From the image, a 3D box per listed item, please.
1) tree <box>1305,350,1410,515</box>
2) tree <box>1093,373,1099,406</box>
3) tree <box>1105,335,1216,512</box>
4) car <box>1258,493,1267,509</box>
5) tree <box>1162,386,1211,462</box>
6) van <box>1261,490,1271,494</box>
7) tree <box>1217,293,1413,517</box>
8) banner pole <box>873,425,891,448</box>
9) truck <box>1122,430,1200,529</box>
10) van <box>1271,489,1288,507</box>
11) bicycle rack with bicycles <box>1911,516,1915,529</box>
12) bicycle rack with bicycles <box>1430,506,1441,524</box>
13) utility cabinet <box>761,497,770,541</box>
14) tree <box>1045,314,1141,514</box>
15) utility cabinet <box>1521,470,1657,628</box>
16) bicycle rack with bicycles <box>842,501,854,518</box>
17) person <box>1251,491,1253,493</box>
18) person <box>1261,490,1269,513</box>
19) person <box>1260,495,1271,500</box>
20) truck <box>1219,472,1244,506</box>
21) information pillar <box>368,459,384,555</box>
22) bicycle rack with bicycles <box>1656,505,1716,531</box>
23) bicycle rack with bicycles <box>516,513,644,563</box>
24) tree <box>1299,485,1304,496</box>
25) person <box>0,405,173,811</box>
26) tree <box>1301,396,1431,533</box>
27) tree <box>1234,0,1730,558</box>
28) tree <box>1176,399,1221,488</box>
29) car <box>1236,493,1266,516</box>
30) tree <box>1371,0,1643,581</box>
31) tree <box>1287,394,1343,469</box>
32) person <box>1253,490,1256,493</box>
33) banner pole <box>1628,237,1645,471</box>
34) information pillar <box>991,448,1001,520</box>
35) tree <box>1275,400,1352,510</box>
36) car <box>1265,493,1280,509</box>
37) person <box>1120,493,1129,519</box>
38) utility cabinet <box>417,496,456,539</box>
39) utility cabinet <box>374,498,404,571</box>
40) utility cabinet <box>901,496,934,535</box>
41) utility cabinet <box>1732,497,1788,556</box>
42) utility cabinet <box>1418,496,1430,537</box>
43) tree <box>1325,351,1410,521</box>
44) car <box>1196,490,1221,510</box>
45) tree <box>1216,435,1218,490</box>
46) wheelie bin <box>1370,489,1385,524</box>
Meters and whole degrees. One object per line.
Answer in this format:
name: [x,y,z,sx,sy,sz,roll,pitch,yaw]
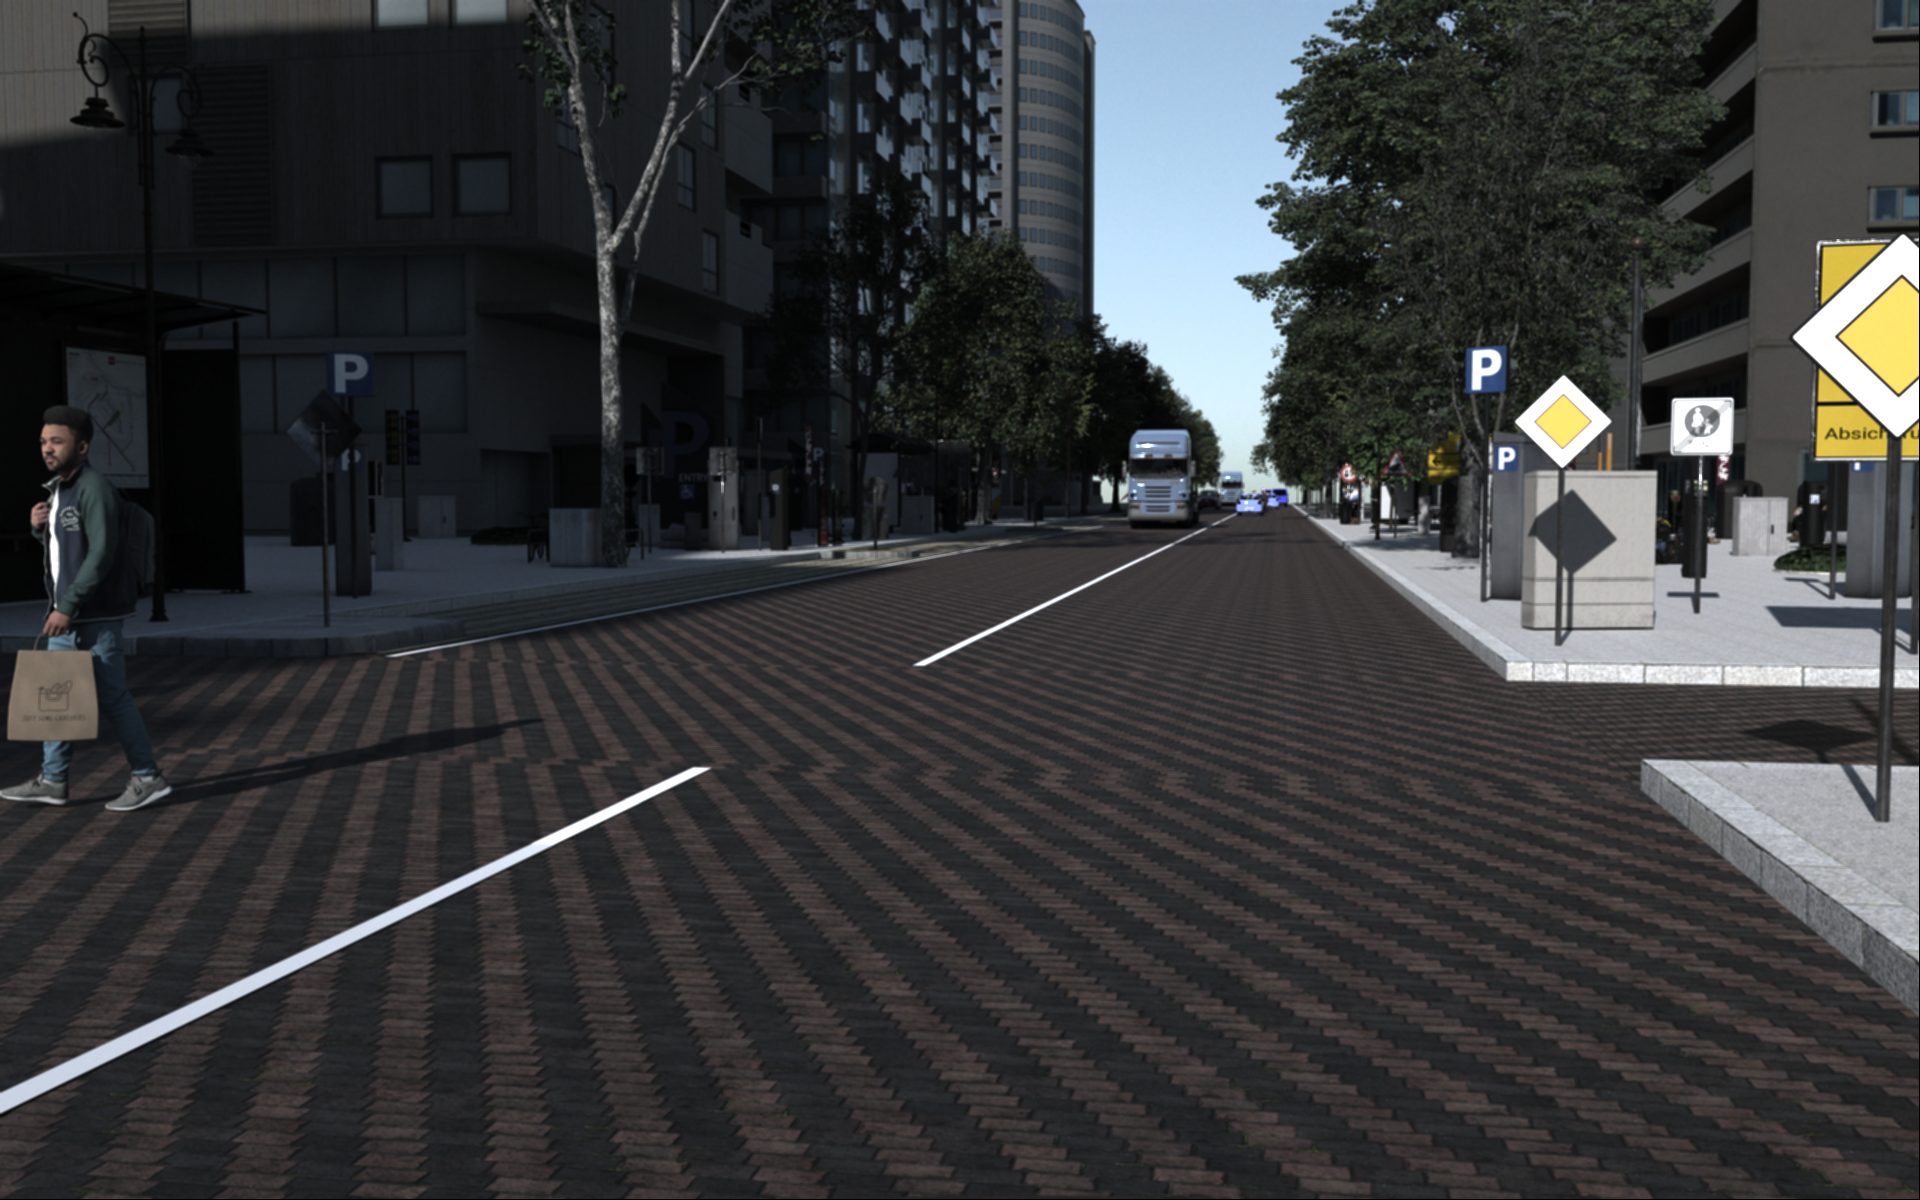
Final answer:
tree: [23.604,-11.031,106.109,9.928,11.665,9.643,0,3,0]
tree: [5.796,-8.939,96.508,4.737,8.622,4.395,0,3,0]
tree: [11.345,-12.705,124.739,9.611,12.733,9.660,0,3,0]
car: [29.925,-10.015,173.342,1.945,1.707,3.694,1,4,10]
tree: [21.505,-16.735,183.990,12.009,13.543,11.850,0,3,0]
van: [42.025,-14.182,236.267,2.240,2.365,5.245,1,4,12]
tree: [20.454,-10.899,95.212,9.611,12.733,9.660,0,3,0]
banner pole: [-2.862,-4.433,62.493,0.863,3.779,0.401,-1,4,-19]
truck: [9.380,-5.411,78.233,2.967,4.110,18.799,1,4,9]
van: [36.183,-11.754,196.555,2.240,2.365,5.245,1,4,8]
bicycle rack with bicycles: [29.040,-2.379,52.271,2.852,0.926,2.925,-2,4,-24]
bicycle rack with bicycles: [21.393,-3.740,74.530,2.925,0.926,2.852,1,4,23]
utility cabinet: [-5.238,-2.217,47.406,0.306,1.237,1.020,0,4,2]
tree: [7.745,-11.661,108.790,7.486,12.596,7.792,0,3,0]
utility cabinet: [5.959,-0.474,16.432,1.173,1.500,0.318,0,4,-5]
bicycle rack with bicycles: [-5.168,-4.752,91.070,2.925,0.926,2.852,-3,5,-42]
person: [31.704,-10.900,187.451,1.217,1.736,0.721,-1,4,-21]
person: [22.905,-7.400,130.042,0.990,1.755,0.434,-3,5,-42]
person: [27.687,-9.086,157.771,1.217,1.735,0.721,1,4,16]
truck: [33.690,-13.648,212.902,2.967,4.110,18.799,1,4,11]
information pillar: [-12.412,-1.969,36.690,0.304,2.012,0.304,0,4,8]
bicycle rack with bicycles: [24.410,-2.788,58.959,2.852,0.926,2.925,-2,4,-28]
bicycle rack with bicycles: [-7.277,-1.200,32.999,2.852,0.926,2.925,0,4,2]
tree: [47.689,-17.667,239.214,4.737,8.622,4.395,0,3,0]
person: [-3.941,0.044,7.761,0.713,1.824,0.794,-2,4,-24]
tree: [14.298,-4.507,57.409,4.285,4.588,4.351,0,3,0]
tree: [10.192,-7.827,34.633,9.857,13.997,8.962,0,3,0]
tree: [26.125,-17.675,207.108,7.486,12.596,7.792,0,3,0]
car: [19.298,-6.450,115.050,1.945,1.707,3.694,1,4,12]
tree: [7.888,-4.607,25.692,4.360,8.622,3.978,0,3,0]
tree: [27.938,-12.062,131.622,7.601,10.594,8.767,3,5,41]
person: [22.232,-7.433,130.963,0.436,1.711,0.756,-1,4,-12]
banner pole: [6.709,-1.662,17.192,0.401,3.779,0.863,2,4,28]
information pillar: [1.806,-5.831,86.688,0.504,3.616,0.183,-1,4,-12]
tree: [30.027,-13.806,143.853,7.486,12.596,7.792,0,3,0]
car: [29.028,-9.346,162.403,1.945,1.707,3.694,1,4,10]
person: [9.798,-5.546,99.117,1.348,1.831,0.705,0,4,5]
utility cabinet: [-15.014,-2.358,49.714,1.020,1.237,0.306,-2,4,-24]
utility cabinet: [-9.643,-1.106,29.247,0.306,1.237,1.020,0,4,-8]
utility cabinet: [-1.334,-2.652,54.518,1.020,1.237,0.306,1,4,22]
utility cabinet: [16.559,-1.509,35.842,1.020,1.237,0.306,0,4,-1]
utility cabinet: [14.050,-2.526,52.462,0.306,1.237,1.020,1,4,19]
tree: [19.453,-8.079,82.460,4.737,8.622,4.395,0,3,0]
car: [23.129,-9.313,160.941,2.281,1.827,5.304,1,4,12]
tree: [16.290,-14.257,150.110,9.611,12.733,9.660,0,3,0]
wheelie bin: [18.328,-4.135,75.521,0.980,1.594,0.693,3,4,38]
